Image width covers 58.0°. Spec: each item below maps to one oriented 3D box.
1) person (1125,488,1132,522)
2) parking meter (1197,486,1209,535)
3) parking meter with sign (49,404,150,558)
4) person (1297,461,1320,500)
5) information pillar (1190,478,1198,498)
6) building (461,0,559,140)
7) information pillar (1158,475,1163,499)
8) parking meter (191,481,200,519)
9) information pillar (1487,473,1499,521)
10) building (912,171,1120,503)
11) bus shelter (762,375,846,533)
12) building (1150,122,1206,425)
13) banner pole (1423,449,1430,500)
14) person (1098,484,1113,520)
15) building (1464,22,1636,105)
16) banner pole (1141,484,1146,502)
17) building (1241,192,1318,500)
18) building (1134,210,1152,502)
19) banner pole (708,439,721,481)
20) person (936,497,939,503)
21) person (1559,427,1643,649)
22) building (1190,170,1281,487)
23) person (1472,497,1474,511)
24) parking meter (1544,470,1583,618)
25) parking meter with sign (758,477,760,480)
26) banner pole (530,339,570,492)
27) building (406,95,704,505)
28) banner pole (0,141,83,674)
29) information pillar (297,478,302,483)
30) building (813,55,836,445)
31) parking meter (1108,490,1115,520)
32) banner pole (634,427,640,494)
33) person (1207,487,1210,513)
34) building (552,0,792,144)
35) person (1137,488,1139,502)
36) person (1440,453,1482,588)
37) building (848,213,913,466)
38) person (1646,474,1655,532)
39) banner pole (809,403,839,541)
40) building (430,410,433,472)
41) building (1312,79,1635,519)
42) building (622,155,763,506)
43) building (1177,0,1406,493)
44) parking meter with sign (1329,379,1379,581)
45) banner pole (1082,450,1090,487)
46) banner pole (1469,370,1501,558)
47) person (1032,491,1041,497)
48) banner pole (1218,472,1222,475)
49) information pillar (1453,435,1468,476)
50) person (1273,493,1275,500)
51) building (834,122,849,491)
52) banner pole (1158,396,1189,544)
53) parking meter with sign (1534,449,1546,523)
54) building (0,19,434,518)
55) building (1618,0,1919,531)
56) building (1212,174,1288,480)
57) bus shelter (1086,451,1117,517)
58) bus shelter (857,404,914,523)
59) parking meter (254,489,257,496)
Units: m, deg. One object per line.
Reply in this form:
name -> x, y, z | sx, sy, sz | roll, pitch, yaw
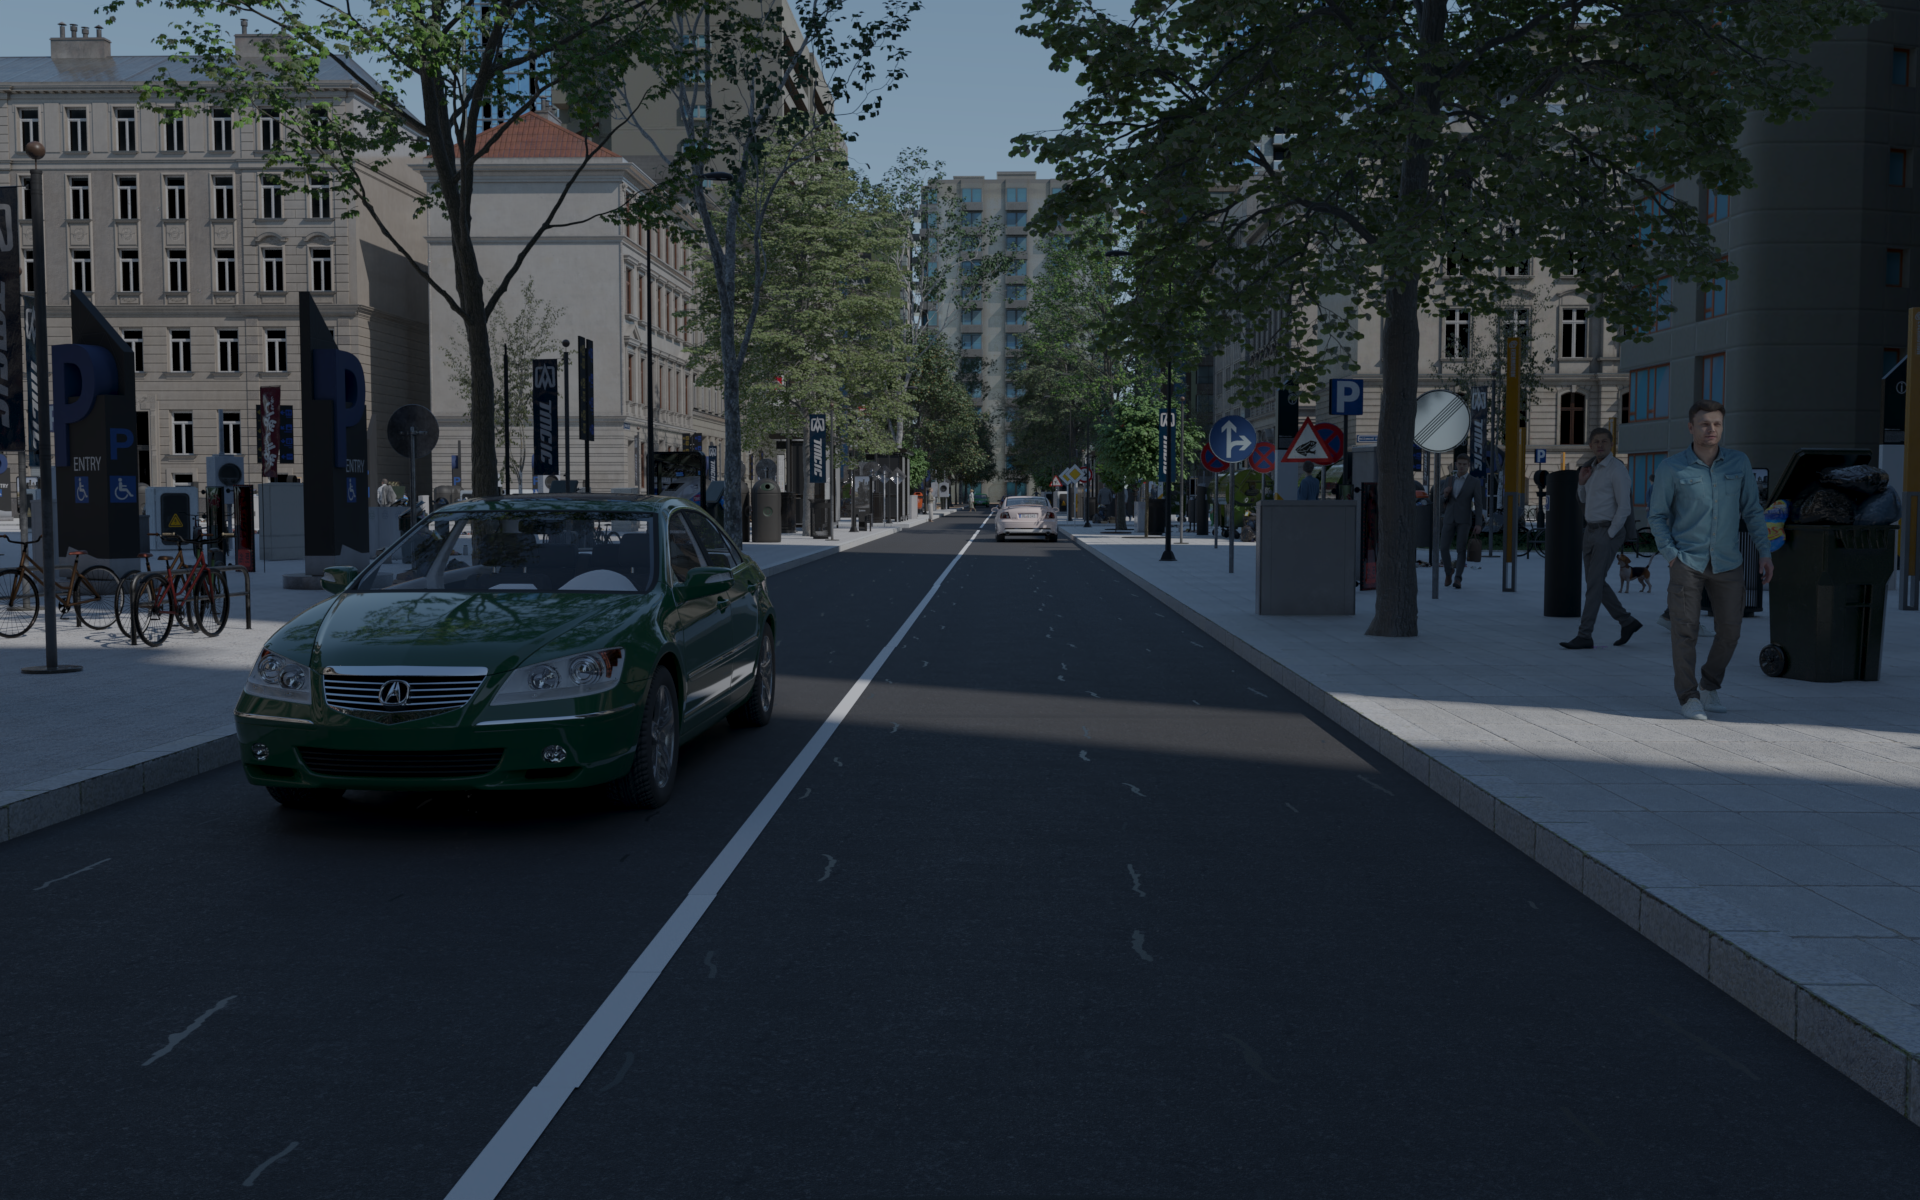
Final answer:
person -> 7.605, -4.571, 80.622 | 0.795, 1.843, 0.661 | -3, 4, -36
parking meter -> 7.567, -2.788, 53.988 | 0.372, 1.533, 0.369 | 0, 3, 0
parking meter with sign -> -16.979, -2.322, 34.221 | 0.543, 3.016, 1.738 | 3, 4, 38
person -> 5.651, -1.337, 27.932 | 0.581, 1.822, 0.654 | -2, 4, -28
information pillar -> 10.860, -4.651, 80.530 | 0.304, 2.012, 0.304 | 2, 4, 26
building -> -43.950, -54.301, 200.494 | 31.000, 86.520, 22.319 | 0, 4, 2
information pillar -> 8.788, -5.242, 77.062 | 0.504, 3.616, 0.183 | 2, 4, 33
parking meter -> -35.456, -4.560, 80.273 | 0.255, 1.863, 0.399 | -3, 5, -42
information pillar -> 18.856, -3.473, 61.282 | 0.304, 2.012, 0.304 | -1, 4, -17
building -> 8.317, -39.139, 259.524 | 30.456, 49.044, 23.786 | 0, 4, 2
bus shelter -> -5.480, -5.088, 60.823 | 2.179, 5.291, 8.768 | 0, 4, 2
building -> 29.957, -33.856, 203.656 | 14.600, 45.320, 14.200 | 0, 4, 2
banner pole -> 17.111, -4.494, 63.490 | 0.401, 3.779, 0.863 | 0, 4, -4
person -> 6.410, -4.306, 76.843 | 0.661, 1.777, 0.834 | 0, 4, -7
building -> 70.500, -37.058, 195.133 | 27.495, 52.752, 28.713 | 0, 4, 2
banner pole -> 9.615, -6.093, 89.633 | 0.863, 3.779, 0.401 | 2, 4, 32
building -> 25.986, -17.704, 118.339 | 11.050, 23.489, 19.941 | 0, 4, 2
building -> 38.655, -36.824, 256.696 | 28.867, 44.769, 22.147 | 0, 4, 2
banner pole -> -11.070, -5.417, 78.583 | 0.863, 3.779, 0.401 | 2, 4, 26
person -> -2.755, -11.709, 200.752 | 0.557, 1.426, 1.065 | -2, 4, -29
person -> 5.352, -0.509, 14.462 | 0.850, 1.850, 0.679 | -1, 4, -16
building -> 28.062, -23.681, 158.886 | 14.160, 30.474, 14.107 | 0, 4, 2
person -> 25.529, -4.917, 86.616 | 0.721, 1.800, 0.419 | -2, 4, -28
parking meter -> 6.320, -0.594, 18.126 | 0.372, 1.533, 0.369 | 0, 3, 0
parking meter with sign -> -17.110, -9.157, 145.982 | 0.543, 3.016, 1.738 | 1, 4, 17
banner pole -> -6.594, -2.335, 28.193 | 0.863, 3.779, 0.401 | 1, 4, 18
building -> -22.152, -16.083, 99.120 | 11.583, 22.565, 21.152 | 0, 4, 2
banner pole -> -6.789, -1.372, 12.450 | 0.863, 3.779, 0.401 | 1, 4, 11
information pillar -> -29.412, -4.434, 76.980 | 0.304, 2.012, 0.304 | -1, 4, -20
building -> -24.925, -34.252, 183.715 | 21.300, 48.544, 21.600 | 0, 4, 2
parking meter -> 6.929, -4.337, 79.328 | 0.372, 1.533, 0.369 | 0, 3, 0
banner pole -> -12.025, -4.558, 64.543 | 0.401, 3.779, 0.863 | -2, 4, -24
person -> 16.484, -6.660, 115.280 | 0.601, 1.785, 0.444 | -1, 4, -14
building -> -25.814, -32.934, 162.171 | 21.300, 48.544, 21.600 | 0, 4, 2
person -> 15.165, -8.603, 146.976 | 0.850, 1.792, 0.678 | -1, 4, -11
person -> 6.824, -1.080, 23.659 | 0.622, 1.834, 0.822 | 1, 4, 23
building -> -14.116, -34.887, 253.996 | 14.086, 41.232, 14.154 | 0, 4, 2
person -> 19.007, -2.530, 47.432 | 0.581, 1.822, 0.654 | -3, 4, -36
banner pole -> -3.749, -3.524, 47.636 | 0.863, 3.779, 0.401 | 0, 4, 7
building -> -66.370, -31.997, 206.748 | 14.086, 41.232, 14.154 | 0, 4, 2
building -> 37.378, -16.771, 93.295 | 34.723, 24.649, 14.460 | 0, 4, 2
building -> -24.123, -17.827, 124.762 | 16.112, 22.955, 30.059 | 0, 4, 2
building -> 33.850, -53.031, 179.729 | 22.319, 86.520, 31.000 | 0, 4, 2
parking meter with sign -> 6.101, -1.788, 25.494 | 0.543, 3.016, 1.738 | -1, 4, -18
banner pole -> 7.103, -6.609, 98.079 | 0.401, 3.779, 0.863 | 3, 5, 44
banner pole -> 10.665, -2.768, 35.266 | 0.401, 3.779, 0.863 | -2, 4, -29
person -> 8.742, -11.750, 198.135 | 1.348, 1.826, 0.705 | 0, 4, 4
banner pole -> 15.582, -6.969, 103.962 | 0.401, 3.779, 0.863 | -1, 4, -13
information pillar -> 17.350, -4.202, 60.056 | 0.504, 3.616, 0.183 | 0, 4, -3
person -> 14.792, -4.548, 80.498 | 0.778, 1.811, 0.616 | 0, 4, -2
building -> -20.923, -33.950, 205.187 | 14.200, 45.320, 14.600 | 0, 4, 2
banner pole -> 5.476, -3.331, 44.479 | 0.863, 3.779, 0.401 | -1, 4, -12
parking meter with sign -> 22.769, -4.275, 66.161 | 0.543, 3.016, 1.738 | -2, 4, -28
building -> -43.368, -18.283, 96.194 | 25.104, 27.353, 12.463 | 0, 4, 2
building -> 33.428, -11.761, 37.339 | 27.650, 21.520, 28.899 | 0, 4, 2
building -> 27.438, -19.585, 138.237 | 12.078, 24.808, 19.932 | 0, 4, 2
bus shelter -> 7.551, -6.759, 88.142 | 2.179, 5.291, 8.768 | 0, 4, 2
bus shelter -> -3.446, -6.273, 80.199 | 2.179, 5.291, 8.768 | 0, 4, 2
parking meter -> -35.475, -4.801, 86.900 | 0.372, 1.533, 0.369 | 0, 3, 0
